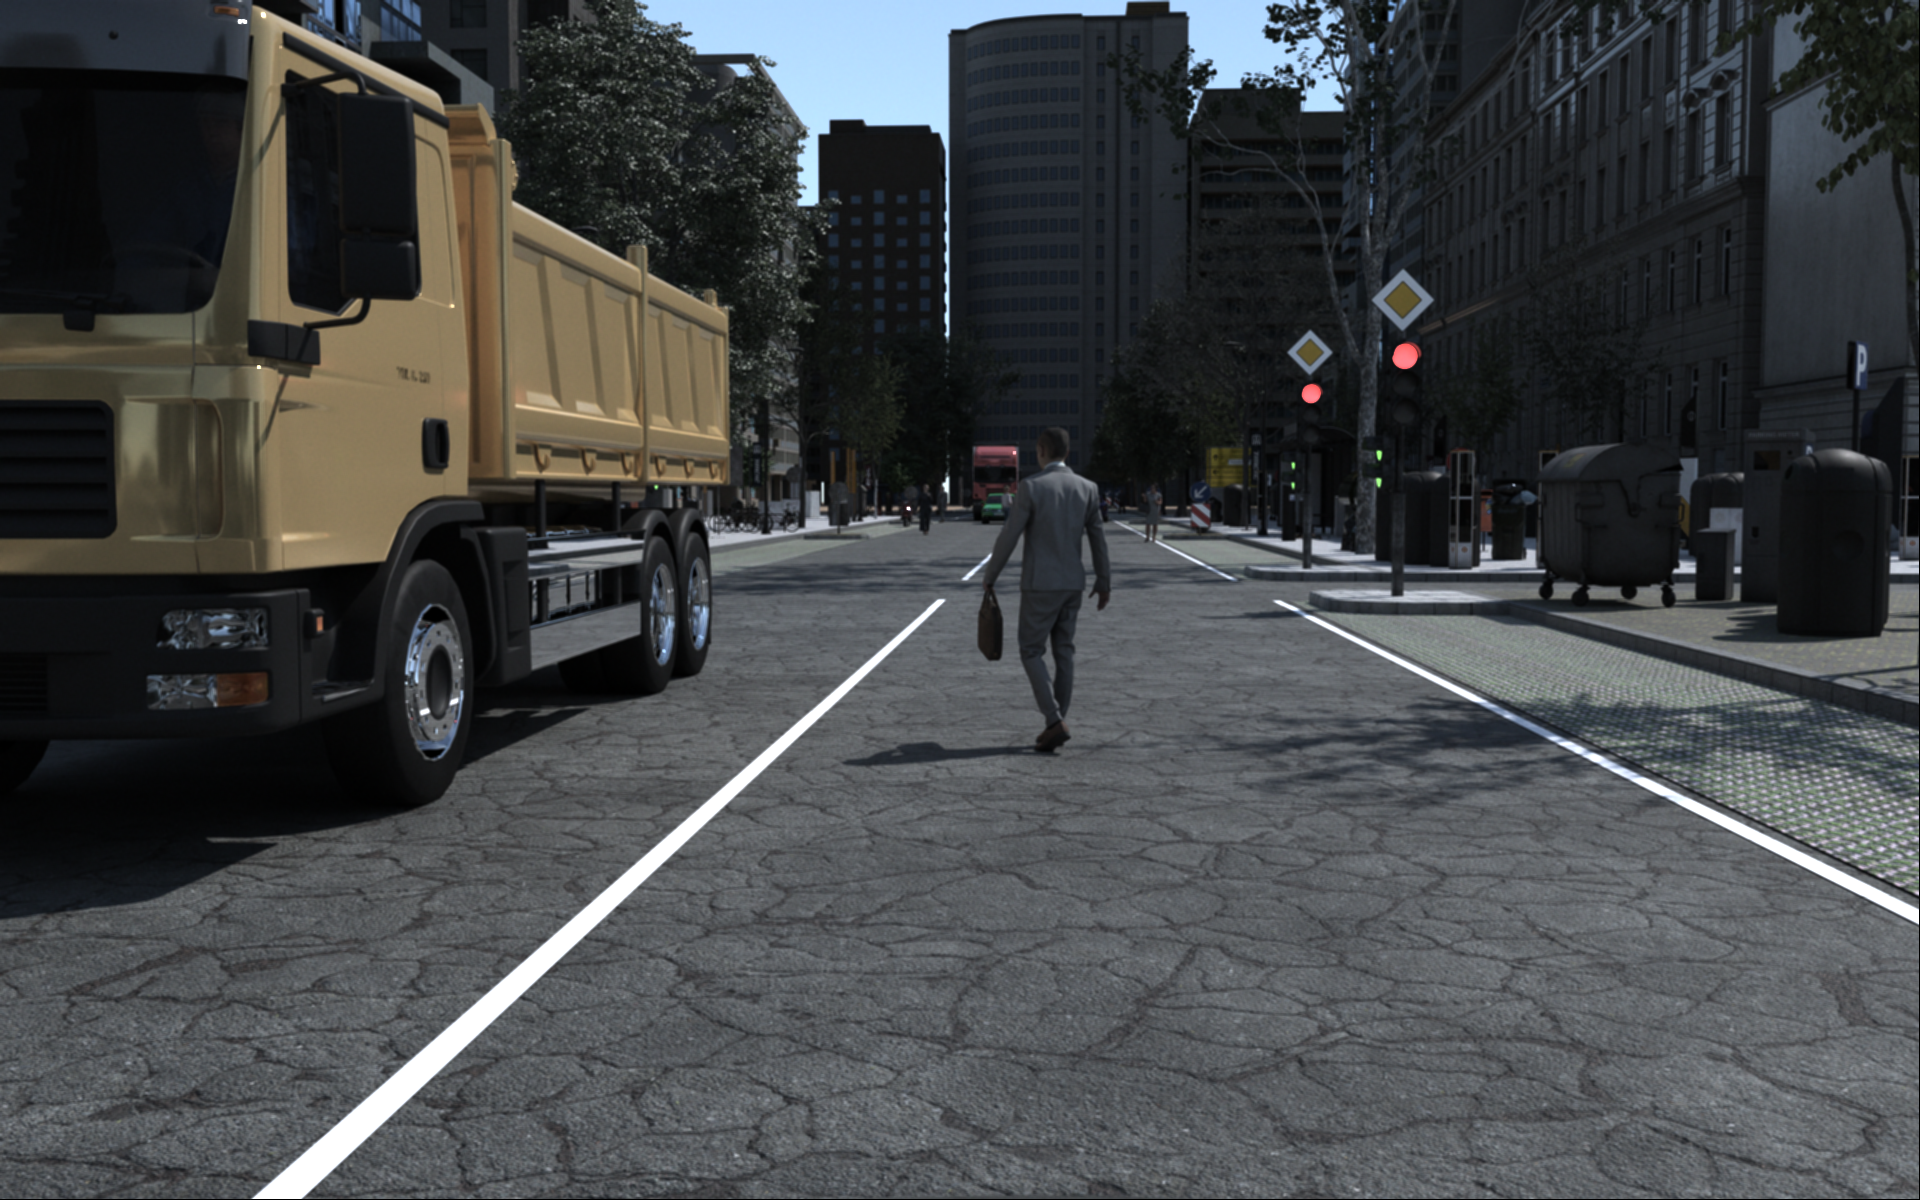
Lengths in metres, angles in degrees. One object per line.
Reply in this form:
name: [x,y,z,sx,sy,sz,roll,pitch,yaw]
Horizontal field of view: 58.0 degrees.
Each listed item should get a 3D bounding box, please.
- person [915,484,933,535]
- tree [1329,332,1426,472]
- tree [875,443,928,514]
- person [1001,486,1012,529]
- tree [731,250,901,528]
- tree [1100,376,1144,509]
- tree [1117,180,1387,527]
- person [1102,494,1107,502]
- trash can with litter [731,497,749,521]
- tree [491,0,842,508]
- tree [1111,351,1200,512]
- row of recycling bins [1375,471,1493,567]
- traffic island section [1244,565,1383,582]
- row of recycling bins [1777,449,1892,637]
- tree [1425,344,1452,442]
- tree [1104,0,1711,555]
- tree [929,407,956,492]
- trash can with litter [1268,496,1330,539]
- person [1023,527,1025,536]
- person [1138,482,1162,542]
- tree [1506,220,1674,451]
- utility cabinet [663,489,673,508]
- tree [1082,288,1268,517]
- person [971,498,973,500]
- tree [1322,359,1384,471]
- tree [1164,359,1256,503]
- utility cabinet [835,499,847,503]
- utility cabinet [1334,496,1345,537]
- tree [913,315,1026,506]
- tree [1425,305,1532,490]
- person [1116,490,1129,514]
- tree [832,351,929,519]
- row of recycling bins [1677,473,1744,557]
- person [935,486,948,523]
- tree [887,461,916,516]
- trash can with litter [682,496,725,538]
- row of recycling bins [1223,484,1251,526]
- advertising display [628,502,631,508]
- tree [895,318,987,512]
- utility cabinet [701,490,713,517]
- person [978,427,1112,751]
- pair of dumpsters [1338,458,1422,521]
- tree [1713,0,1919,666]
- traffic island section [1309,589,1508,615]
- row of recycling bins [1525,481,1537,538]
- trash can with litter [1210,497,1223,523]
person: [-1.245,-3.172,60.784,0.576,1.772,0.534,-2,4,-26]
tree: [18.422,-7.736,76.846,4.360,8.622,3.978,0,3,0]
tree: [-3.750,-7.783,110.961,4.285,4.588,4.351,0,3,0]
person: [1.759,-3.434,65.312,0.731,1.740,0.598,3,4,38]
tree: [-5.693,-8.020,65.539,7.601,10.594,8.767,-2,4,-28]
tree: [15.965,-13.873,152.579,9.928,11.665,9.643,0,3,0]
tree: [11.209,-9.585,67.083,12.009,13.543,11.850,0,3,0]
person: [11.712,-7.929,141.397,1.065,1.426,0.557,-3,5,-43]
trash can with litter: [-9.927,-4.144,79.139,1.055,1.170,0.624,0,4,-5]
tree: [-7.872,-8.392,43.869,9.857,13.997,8.962,0,3,0]
tree: [14.310,-12.385,120.616,7.486,12.596,7.792,0,3,0]
row of recycling bins: [8.565,-1.519,31.950,1.069,1.692,3.534,0,4,-6]
traffic island section: [5.984,-0.458,29.765,2.009,0.180,2.903,0,4,3]
row of recycling bins: [8.621,-0.608,17.052,1.069,1.692,3.534,2,4,26]
tree: [21.166,-8.055,82.058,4.360,8.622,3.978,0,3,0]
tree: [9.509,-11.109,37.520,12.611,20.169,13.585,0,3,0]
tree: [-1.770,-11.619,140.325,4.737,8.622,4.395,0,3,0]
trash can with litter: [9.857,-2.373,49.859,1.678,1.210,2.233,0,4,-1]
person: [1.833,-2.253,46.337,0.522,1.701,0.512,1,4,16]
person: [5.643,-2.615,51.614,0.716,1.782,0.532,1,4,19]
tree: [17.085,-5.937,47.432,4.360,8.622,3.978,0,3,0]
utility cabinet: [-12.438,-3.844,71.533,1.173,1.500,0.318,2,4,24]
tree: [12.428,-11.003,96.914,9.611,12.733,9.660,0,3,0]
person: [1.427,-7.814,136.200,1.348,1.831,0.705,-3,5,-41]
tree: [21.321,-8.751,93.446,4.737,8.622,4.395,0,3,0]
tree: [12.361,-8.300,86.068,4.737,8.622,4.395,0,3,0]
utility cabinet: [-5.947,-4.660,87.357,0.306,1.237,1.020,2,4,32]
utility cabinet: [11.629,-2.454,51.283,1.020,1.237,0.306,0,4,-3]
tree: [1.270,-19.887,181.034,12.611,20.169,13.585,0,3,0]
tree: [20.543,-7.197,68.038,4.737,8.622,4.395,0,3,0]
person: [11.630,-7.053,124.373,0.990,1.755,0.434,3,4,36]
tree: [-4.462,-8.515,89.589,4.737,8.622,4.395,0,3,0]
row of recycling bins: [15.235,-1.683,34.628,1.069,1.692,3.534,1,4,15]
person: [-0.920,-4.780,86.756,0.694,1.812,0.767,3,4,36]
tree: [-3.576,-6.498,100.842,1.663,3.219,1.824,0,3,0]
trash can with litter: [-8.123,-2.414,50.529,2.233,1.210,1.678,2,4,28]
row of recycling bins: [11.492,-3.968,71.996,1.069,1.692,3.534,1,4,15]
advertising display: [-17.320,-5.213,90.447,0.974,1.923,0.123,0,4,5]
tree: [-2.699,-13.309,124.258,9.857,13.997,8.962,0,3,0]
utility cabinet: [-13.972,-5.326,95.765,0.318,1.500,1.173,-2,4,-26]
person: [0.499,-0.078,9.889,0.709,1.813,0.853,-2,4,-27]
pair of dumpsters: [11.607,-2.779,47.930,1.574,2.255,4.437,0,4,3]
tree: [7.233,-3.796,12.427,4.737,8.622,4.395,0,3,0]
traffic island section: [5.525,0.030,21.793,2.009,0.180,2.903,0,4,3]
row of recycling bins: [17.047,-2.719,51.564,1.069,1.692,3.534,-2,4,-23]
trash can with litter: [11.665,-4.038,77.413,1.055,1.170,0.624,2,4,23]
